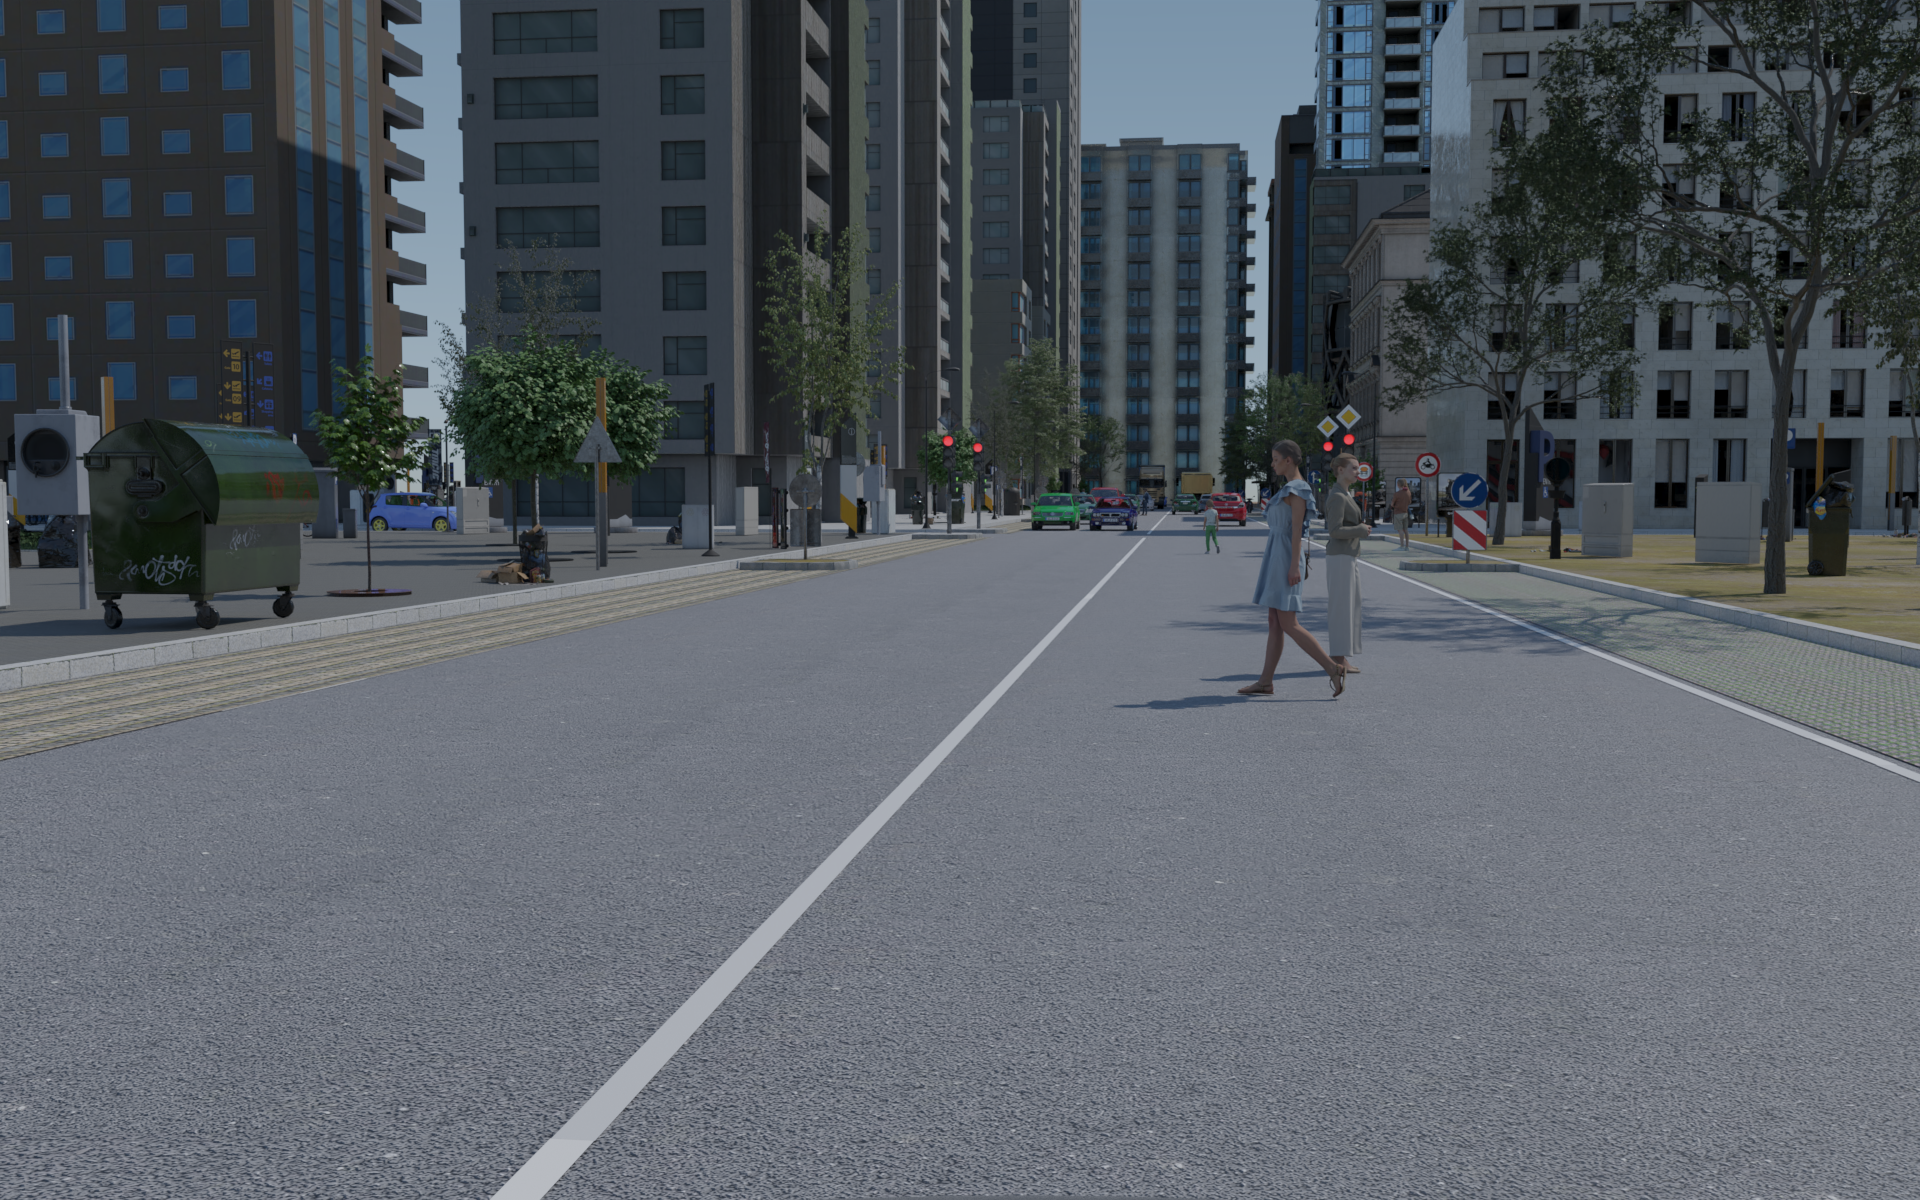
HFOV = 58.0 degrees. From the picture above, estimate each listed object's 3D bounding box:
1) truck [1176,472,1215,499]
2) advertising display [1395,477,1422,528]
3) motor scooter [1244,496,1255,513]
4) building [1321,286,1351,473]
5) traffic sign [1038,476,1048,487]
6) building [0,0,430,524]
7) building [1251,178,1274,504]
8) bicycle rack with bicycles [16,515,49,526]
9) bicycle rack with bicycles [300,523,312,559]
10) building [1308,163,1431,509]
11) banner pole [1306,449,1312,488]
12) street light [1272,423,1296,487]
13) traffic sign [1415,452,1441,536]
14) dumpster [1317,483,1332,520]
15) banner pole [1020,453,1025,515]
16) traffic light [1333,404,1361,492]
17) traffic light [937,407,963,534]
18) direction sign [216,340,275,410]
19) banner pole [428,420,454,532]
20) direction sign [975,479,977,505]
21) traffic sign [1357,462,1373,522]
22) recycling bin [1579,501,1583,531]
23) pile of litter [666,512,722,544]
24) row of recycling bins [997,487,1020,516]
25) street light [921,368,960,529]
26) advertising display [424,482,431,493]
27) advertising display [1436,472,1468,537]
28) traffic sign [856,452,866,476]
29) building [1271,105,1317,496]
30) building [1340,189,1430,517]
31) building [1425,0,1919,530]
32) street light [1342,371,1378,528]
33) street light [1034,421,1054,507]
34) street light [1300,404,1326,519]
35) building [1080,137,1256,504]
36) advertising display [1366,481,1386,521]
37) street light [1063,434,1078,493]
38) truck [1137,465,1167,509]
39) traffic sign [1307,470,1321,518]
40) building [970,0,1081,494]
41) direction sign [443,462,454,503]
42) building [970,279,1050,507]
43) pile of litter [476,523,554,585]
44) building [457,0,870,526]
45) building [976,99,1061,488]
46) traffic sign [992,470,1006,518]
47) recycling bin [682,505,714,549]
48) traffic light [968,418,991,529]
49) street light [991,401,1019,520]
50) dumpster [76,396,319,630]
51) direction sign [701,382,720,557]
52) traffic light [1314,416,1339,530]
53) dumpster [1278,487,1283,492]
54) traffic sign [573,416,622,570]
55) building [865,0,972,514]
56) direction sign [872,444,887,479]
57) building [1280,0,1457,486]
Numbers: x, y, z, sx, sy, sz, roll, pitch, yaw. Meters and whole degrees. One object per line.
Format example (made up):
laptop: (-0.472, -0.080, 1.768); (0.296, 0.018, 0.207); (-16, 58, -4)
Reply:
truck: (20.624, -9.499, 151.236); (3.469, 3.379, 9.791); (0, 4, 7)
advertising display: (16.958, -3.692, 65.583); (0.974, 1.923, 0.123); (2, 4, 26)
motor scooter: (21.396, -7.045, 127.955); (0.815, 1.314, 1.986); (0, 4, 6)
building: (34.948, -15.847, 126.549); (16.820, 18.784, 16.811); (0, 4, 7)
traffic sign: (5.737, -7.329, 119.932); (0.768, 2.556, 0.104); (1, 4, 13)
building: (-33.858, -26.146, 77.605); (14.200, 45.320, 14.600); (0, 4, 7)
building: (53.724, -35.217, 230.426); (28.867, 44.769, 22.147); (0, 4, 7)
bicycle rack with bicycles: (-38.393, -3.505, 70.694); (2.852, 0.926, 2.925); (2, 4, 28)
bicycle rack with bicycles: (-13.947, -1.241, 33.670); (2.852, 0.926, 2.925); (1, 4, 16)
building: (38.240, -23.469, 155.422); (14.160, 30.474, 14.107); (0, 4, 7)
banner pole: (19.371, -6.492, 96.156); (0.401, 3.779, 0.863); (2, 4, 33)
street light: (21.330, -8.596, 113.089); (1.470, 5.913, 1.316); (0, 4, 7)
traffic sign: (14.251, -3.223, 52.810); (0.768, 2.556, 0.104); (1, 4, 12)
dumpster: (18.649, -4.978, 87.145); (1.264, 1.857, 1.865); (0, 4, 7)
banner pole: (3.783, -7.120, 106.429); (0.401, 3.779, 0.863); (1, 4, 13)
traffic light: (12.131, -3.997, 54.271); (0.839, 4.253, 0.868); (0, 4, 7)
traffic light: (-0.327, -4.095, 55.876); (0.839, 4.253, 0.868); (0, 4, 7)
direction sign: (-10.596, -2.071, 25.855); (0.379, 3.537, 0.876); (2, 4, 33)
banner pole: (-17.568, -4.191, 58.542); (0.863, 3.779, 0.401); (0, 4, 1)
direction sign: (1.283, -8.937, 138.114); (0.379, 3.537, 0.876); (0, 4, 6)
traffic sign: (16.054, -4.206, 68.871); (0.768, 2.556, 0.104); (1, 4, 12)
recycling bin: (22.038, -2.931, 60.468); (0.722, 1.027, 0.722); (2, 4, 29)
pile of litter: (-6.901, -1.893, 44.917); (1.719, 0.858, 1.176); (-2, 4, -35)
row of recycling bins: (2.957, -5.917, 103.854); (1.069, 1.692, 3.534); (-1, 4, -8)
street light: (-0.705, -5.586, 63.868); (1.470, 5.913, 1.316); (0, 4, 7)
advertising display: (-29.394, -5.531, 95.651); (0.123, 1.923, 0.974); (0, 4, 0)
advertising display: (14.635, -2.826, 51.419); (0.974, 1.923, 0.123); (0, 4, 0)
traffic sign: (-3.197, -3.160, 51.780); (0.768, 2.556, 0.104); (1, 4, 17)
building: (43.453, -33.617, 199.748); (14.600, 45.320, 14.200); (0, 4, 7)
building: (28.869, -14.612, 103.531); (10.561, 19.102, 19.286); (0, 4, 7)
building: (27.743, -13.038, 67.916); (16.860, 20.320, 10.420); (0, 4, 7)
street light: (15.161, -5.698, 65.697); (1.470, 5.913, 1.316); (0, 4, 7)
street light: (5.287, -8.410, 110.052); (1.470, 5.913, 1.316); (0, 4, 7)
street light: (18.164, -7.121, 88.963); (1.470, 5.913, 1.316); (0, 4, 7)
building: (24.492, -37.670, 235.507); (30.456, 49.044, 23.786); (0, 4, 7)
advertising display: (20.141, -4.812, 83.886); (0.974, 1.923, 0.123); (1, 4, 12)
street light: (8.510, -9.849, 133.565); (1.470, 5.913, 1.316); (0, 4, 7)
truck: (18.608, -10.942, 167.818); (2.839, 4.237, 11.283); (0, 4, 7)
traffic sign: (18.945, -5.654, 92.543); (0.768, 2.556, 0.104); (1, 4, 9)
building: (3.175, -46.624, 200.559); (20.611, 71.187, 20.563); (0, 4, 7)
direction sign: (-36.250, -8.004, 122.855); (0.876, 3.537, 0.379); (1, 4, 23)
building: (-6.831, -18.986, 155.459); (27.650, 21.520, 28.899); (0, 4, 7)
pile of litter: (-6.450, -0.686, 25.176); (1.176, 0.858, 1.719); (0, 4, -1)
building: (-12.060, -18.518, 74.471); (14.160, 30.474, 14.107); (0, 4, 7)
building: (2.603, -30.072, 175.263); (14.154, 41.232, 14.086); (0, 4, 7)
traffic sign: (2.080, -5.670, 92.805); (0.768, 2.556, 0.104); (1, 4, 9)
recycling bin: (-6.133, -1.714, 40.573); (0.722, 1.027, 0.722); (0, 4, -7)
traffic light: (0.707, -4.579, 63.794); (0.839, 4.253, 0.868); (0, 4, 7)
street light: (2.271, -7.001, 87.002); (1.470, 5.913, 1.316); (0, 4, 7)
dumpster: (-7.517, -0.897, 17.156); (1.502, 2.255, 1.985); (0, 4, 7)
direction sign: (-5.144, -2.668, 35.616); (0.379, 3.537, 0.876); (-1, 4, -20)
traffic light: (13.165, -4.481, 62.190); (0.839, 4.253, 0.868); (0, 4, 7)
dumpster: (23.546, -7.278, 124.756); (1.264, 1.857, 1.865); (0, 4, 7)
traffic sign: (-6.082, -1.775, 29.028); (0.884, 2.594, 0.081); (1, 4, 16)
building: (-7.004, -26.251, 112.802); (14.154, 41.232, 14.086); (0, 4, 7)
direction sign: (-3.773, -5.535, 82.495); (0.379, 3.537, 0.876); (1, 4, 9)
building: (44.905, -52.776, 175.553); (22.319, 86.520, 31.000); (0, 4, 7)
